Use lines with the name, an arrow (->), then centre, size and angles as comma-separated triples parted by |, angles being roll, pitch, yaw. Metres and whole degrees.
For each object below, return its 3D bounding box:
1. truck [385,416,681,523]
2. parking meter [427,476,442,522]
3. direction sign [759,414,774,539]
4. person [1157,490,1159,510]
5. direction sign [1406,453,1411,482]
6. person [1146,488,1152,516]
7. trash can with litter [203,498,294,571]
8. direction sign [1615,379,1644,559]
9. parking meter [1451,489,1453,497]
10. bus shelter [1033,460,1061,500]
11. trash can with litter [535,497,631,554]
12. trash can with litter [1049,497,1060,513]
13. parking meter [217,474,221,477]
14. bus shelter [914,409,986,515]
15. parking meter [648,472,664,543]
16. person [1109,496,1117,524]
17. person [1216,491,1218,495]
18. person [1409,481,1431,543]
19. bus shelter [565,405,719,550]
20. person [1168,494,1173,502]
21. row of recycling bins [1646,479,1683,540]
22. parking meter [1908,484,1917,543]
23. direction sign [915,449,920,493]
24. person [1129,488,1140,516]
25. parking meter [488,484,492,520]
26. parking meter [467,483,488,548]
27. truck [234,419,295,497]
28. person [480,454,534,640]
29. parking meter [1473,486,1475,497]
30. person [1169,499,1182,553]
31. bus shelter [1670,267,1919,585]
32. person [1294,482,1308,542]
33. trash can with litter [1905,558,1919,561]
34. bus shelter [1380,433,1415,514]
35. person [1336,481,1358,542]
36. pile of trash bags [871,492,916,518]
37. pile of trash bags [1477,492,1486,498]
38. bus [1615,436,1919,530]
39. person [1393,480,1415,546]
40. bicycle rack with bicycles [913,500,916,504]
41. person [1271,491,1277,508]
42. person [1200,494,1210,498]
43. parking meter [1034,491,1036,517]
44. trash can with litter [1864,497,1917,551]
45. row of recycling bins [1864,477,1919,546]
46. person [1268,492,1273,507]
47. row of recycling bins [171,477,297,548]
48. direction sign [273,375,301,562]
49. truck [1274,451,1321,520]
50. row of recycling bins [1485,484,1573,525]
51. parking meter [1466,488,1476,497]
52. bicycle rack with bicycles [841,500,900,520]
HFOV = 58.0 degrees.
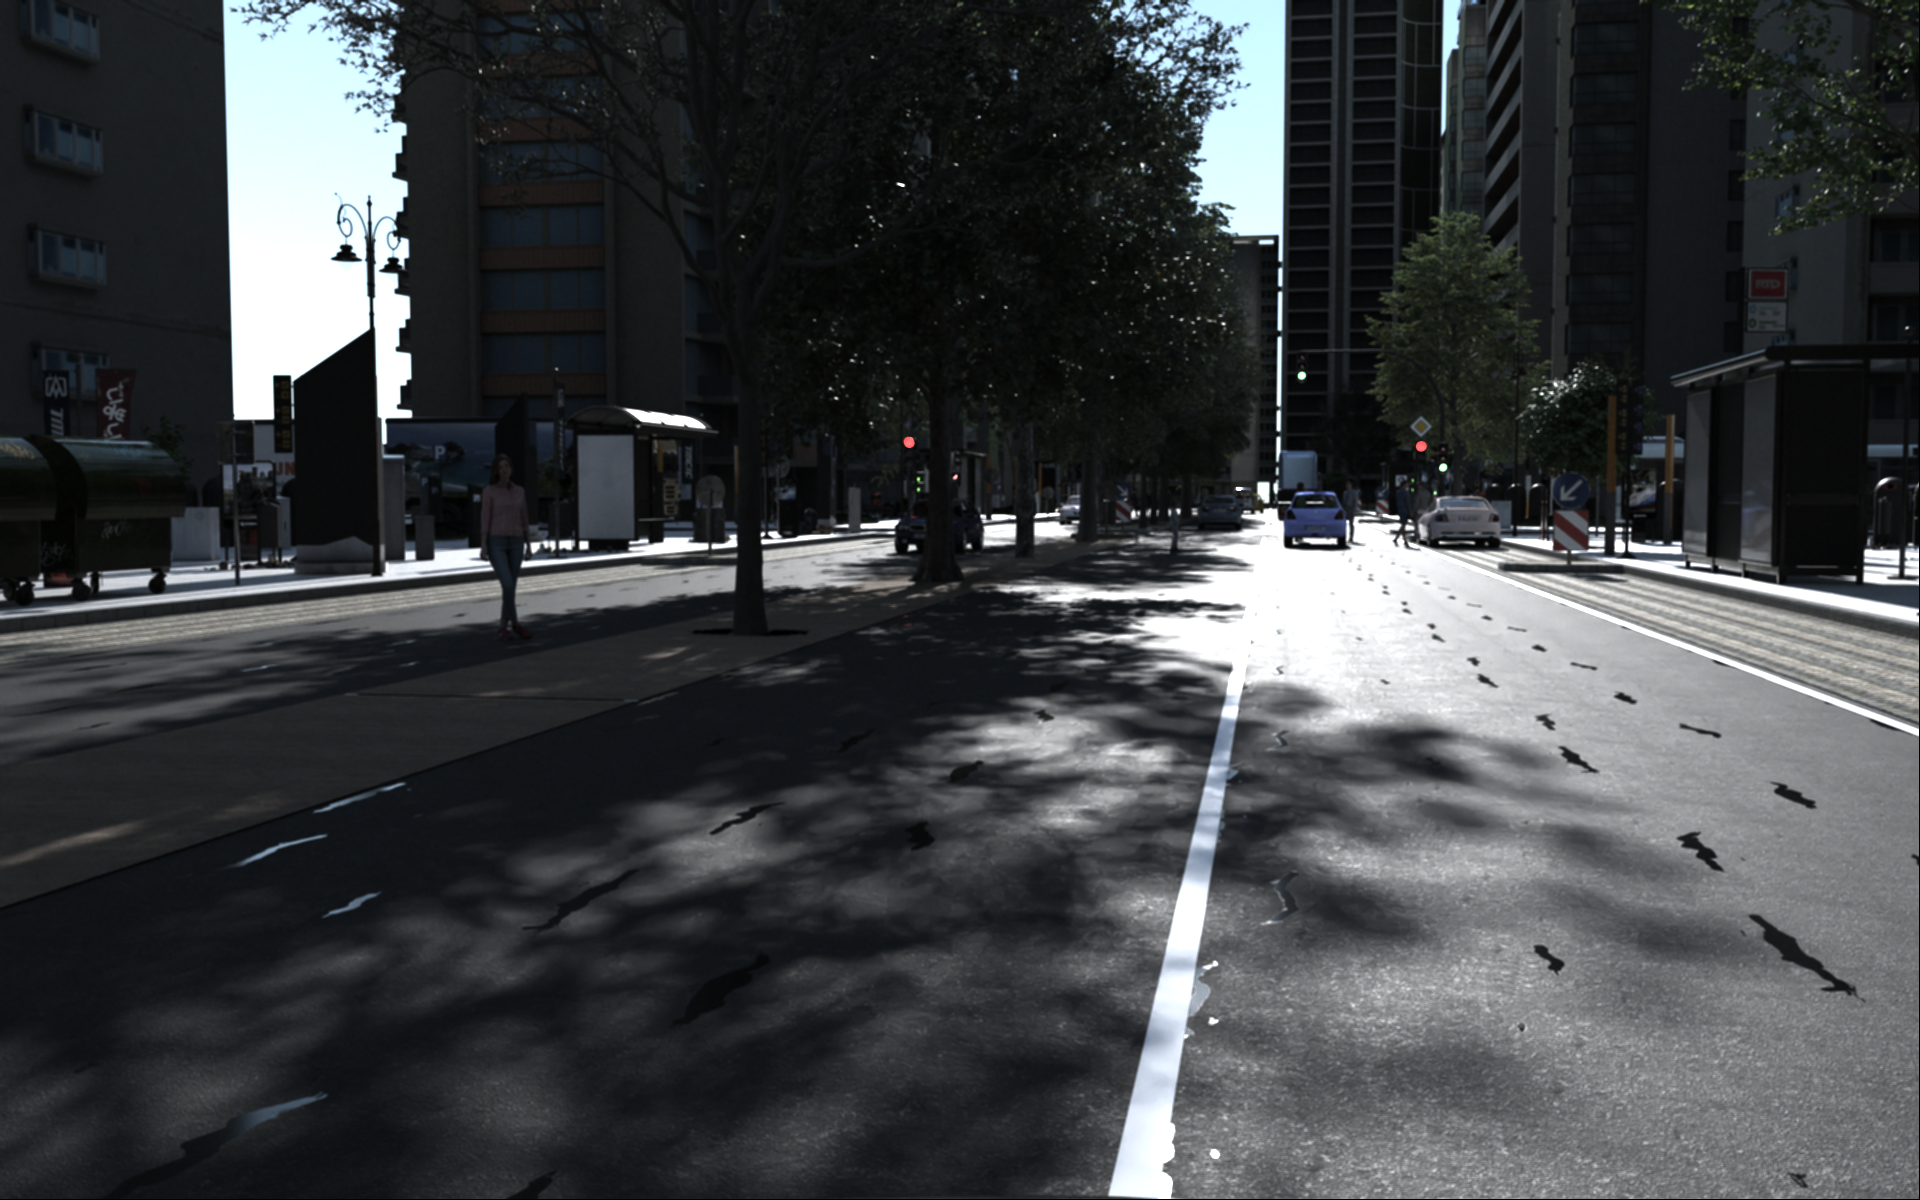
truck -> -15.339, -4.575, 63.722 | 11.283, 4.237, 2.839 | 1, 4, 11
parking meter -> -16.738, -3.026, 55.187 | 0.399, 1.863, 0.255 | -2, 4, -26
direction sign -> -5.521, -3.514, 49.455 | 0.379, 3.537, 0.876 | 1, 4, 20
person -> 17.893, -8.973, 155.745 | 0.750, 1.759, 0.617 | -2, 4, -24
direction sign -> 24.739, -6.337, 95.599 | 0.379, 3.537, 0.876 | 2, 4, 26
person -> 12.379, -6.394, 112.814 | 0.659, 1.850, 0.755 | 0, 4, -6
trash can with litter -> -12.307, -1.155, 29.934 | 1.678, 1.210, 2.233 | 1, 4, 20
direction sign -> 13.268, -2.592, 34.375 | 0.876, 3.537, 0.379 | -3, 4, -36
parking meter -> 24.588, -4.748, 86.033 | 0.372, 1.533, 0.369 | 0, 3, 0
bus shelter -> 5.754, -7.861, 119.813 | 1.731, 3.624, 6.357 | 1, 4, 10
trash can with litter -> -8.328, -1.637, 37.818 | 2.233, 1.210, 1.678 | -1, 4, -11
trash can with litter -> 6.314, -6.325, 114.808 | 1.055, 1.170, 0.624 | -2, 4, -24
parking meter -> -21.704, -2.768, 50.974 | 0.255, 1.863, 0.399 | -1, 4, -8
bus shelter -> -0.573, -6.304, 80.705 | 2.179, 5.291, 8.768 | 1, 4, 10
parking meter -> -8.058, -2.454, 45.828 | 0.399, 1.863, 0.255 | 3, 4, 36
person -> 7.324, -4.558, 83.202 | 0.511, 1.800, 0.466 | 3, 5, 42
person -> 30.015, -11.808, 201.430 | 0.599, 1.838, 0.709 | 1, 4, 8
person -> 13.526, -2.578, 50.759 | 0.694, 1.812, 0.767 | -2, 4, -33
bus shelter -> -7.662, -2.937, 41.944 | 2.014, 3.302, 5.546 | 1, 4, 10
person -> 19.339, -9.072, 160.089 | 1.065, 1.426, 0.557 | -1, 4, -11
row of recycling bins -> 20.150, -2.492, 47.852 | 1.069, 1.692, 3.534 | -2, 4, -34
parking meter -> 24.996, -2.279, 45.669 | 0.372, 1.533, 0.369 | 0, 3, 0
direction sign -> -2.191, -5.875, 88.053 | 0.379, 3.537, 0.876 | -1, 4, -22
person -> 11.123, -6.247, 110.597 | 0.822, 1.834, 0.622 | 1, 4, 13
parking meter -> -11.654, -2.129, 43.219 | 0.372, 1.533, 0.369 | 0, 3, 0
parking meter -> -11.536, -2.010, 41.274 | 0.372, 1.533, 0.369 | 0, 3, 0
truck -> -29.314, -4.755, 66.655 | 11.283, 4.237, 2.839 | 1, 4, 11
person -> -4.482, -0.522, 17.042 | 0.388, 1.821, 0.555 | 3, 5, 39
parking meter -> 33.439, -6.520, 112.320 | 0.255, 1.863, 0.399 | -2, 4, -32
person -> 5.240, -1.791, 42.056 | 0.394, 1.301, 0.425 | -1, 4, -17
bus shelter -> 13.167, -3.110, 28.487 | 2.179, 5.291, 8.768 | 1, 4, 10
person -> 10.232, -2.654, 52.143 | 0.529, 1.795, 0.600 | -3, 4, -37
trash can with litter -> 19.280, -1.360, 33.288 | 2.233, 1.210, 1.678 | 1, 4, 16
bus shelter -> 28.357, -8.220, 112.028 | 2.179, 5.291, 8.768 | 1, 4, 10
person -> 11.588, -2.634, 51.658 | 0.391, 1.810, 0.635 | -3, 5, -44
pile of trash bags -> -3.496, -5.112, 93.326 | 1.912, 1.369, 3.447 | 3, 5, 41
pile of trash bags -> 22.388, -3.999, 75.136 | 1.912, 1.369, 3.447 | 0, 4, 5
bus -> 28.010, -3.690, 55.186 | 13.247, 3.499, 2.948 | 1, 4, 11
person -> 12.159, -2.392, 47.640 | 0.654, 1.822, 0.581 | -1, 4, -13
bicycle rack with bicycles -> -2.813, -5.288, 99.849 | 2.852, 0.926, 2.925 | -2, 4, -26
person -> 31.400, -10.014, 172.678 | 0.683, 1.767, 0.568 | -2, 4, -28
person -> 23.308, -9.498, 163.891 | 1.348, 1.812, 0.705 | 1, 4, 13
parking meter -> 4.186, -5.549, 99.143 | 0.372, 1.533, 0.369 | 0, 3, 0
trash can with litter -> 21.301, -1.785, 40.244 | 1.678, 1.210, 2.233 | 3, 4, 37
row of recycling bins -> 22.774, -2.216, 43.343 | 3.534, 1.692, 1.069 | 2, 4, 26
person -> 34.406, -11.104, 191.526 | 0.593, 1.643, 0.415 | 0, 4, 4
row of recycling bins -> -17.533, -2.149, 42.255 | 3.534, 1.692, 1.069 | -1, 4, -21
direction sign -> -12.600, -2.506, 32.969 | 0.876, 3.537, 0.379 | 0, 4, 1
truck -> 20.130, -6.920, 102.895 | 2.967, 4.110, 18.799 | 1, 4, 10
row of recycling bins -> 23.641, -3.970, 72.023 | 3.534, 1.692, 1.069 | 2, 4, 27
parking meter -> 23.304, -4.326, 79.135 | 0.372, 1.533, 0.369 | 0, 3, 0
bicycle rack with bicycles -> -4.522, -4.494, 86.866 | 2.925, 0.926, 2.852 | 0, 4, 1
